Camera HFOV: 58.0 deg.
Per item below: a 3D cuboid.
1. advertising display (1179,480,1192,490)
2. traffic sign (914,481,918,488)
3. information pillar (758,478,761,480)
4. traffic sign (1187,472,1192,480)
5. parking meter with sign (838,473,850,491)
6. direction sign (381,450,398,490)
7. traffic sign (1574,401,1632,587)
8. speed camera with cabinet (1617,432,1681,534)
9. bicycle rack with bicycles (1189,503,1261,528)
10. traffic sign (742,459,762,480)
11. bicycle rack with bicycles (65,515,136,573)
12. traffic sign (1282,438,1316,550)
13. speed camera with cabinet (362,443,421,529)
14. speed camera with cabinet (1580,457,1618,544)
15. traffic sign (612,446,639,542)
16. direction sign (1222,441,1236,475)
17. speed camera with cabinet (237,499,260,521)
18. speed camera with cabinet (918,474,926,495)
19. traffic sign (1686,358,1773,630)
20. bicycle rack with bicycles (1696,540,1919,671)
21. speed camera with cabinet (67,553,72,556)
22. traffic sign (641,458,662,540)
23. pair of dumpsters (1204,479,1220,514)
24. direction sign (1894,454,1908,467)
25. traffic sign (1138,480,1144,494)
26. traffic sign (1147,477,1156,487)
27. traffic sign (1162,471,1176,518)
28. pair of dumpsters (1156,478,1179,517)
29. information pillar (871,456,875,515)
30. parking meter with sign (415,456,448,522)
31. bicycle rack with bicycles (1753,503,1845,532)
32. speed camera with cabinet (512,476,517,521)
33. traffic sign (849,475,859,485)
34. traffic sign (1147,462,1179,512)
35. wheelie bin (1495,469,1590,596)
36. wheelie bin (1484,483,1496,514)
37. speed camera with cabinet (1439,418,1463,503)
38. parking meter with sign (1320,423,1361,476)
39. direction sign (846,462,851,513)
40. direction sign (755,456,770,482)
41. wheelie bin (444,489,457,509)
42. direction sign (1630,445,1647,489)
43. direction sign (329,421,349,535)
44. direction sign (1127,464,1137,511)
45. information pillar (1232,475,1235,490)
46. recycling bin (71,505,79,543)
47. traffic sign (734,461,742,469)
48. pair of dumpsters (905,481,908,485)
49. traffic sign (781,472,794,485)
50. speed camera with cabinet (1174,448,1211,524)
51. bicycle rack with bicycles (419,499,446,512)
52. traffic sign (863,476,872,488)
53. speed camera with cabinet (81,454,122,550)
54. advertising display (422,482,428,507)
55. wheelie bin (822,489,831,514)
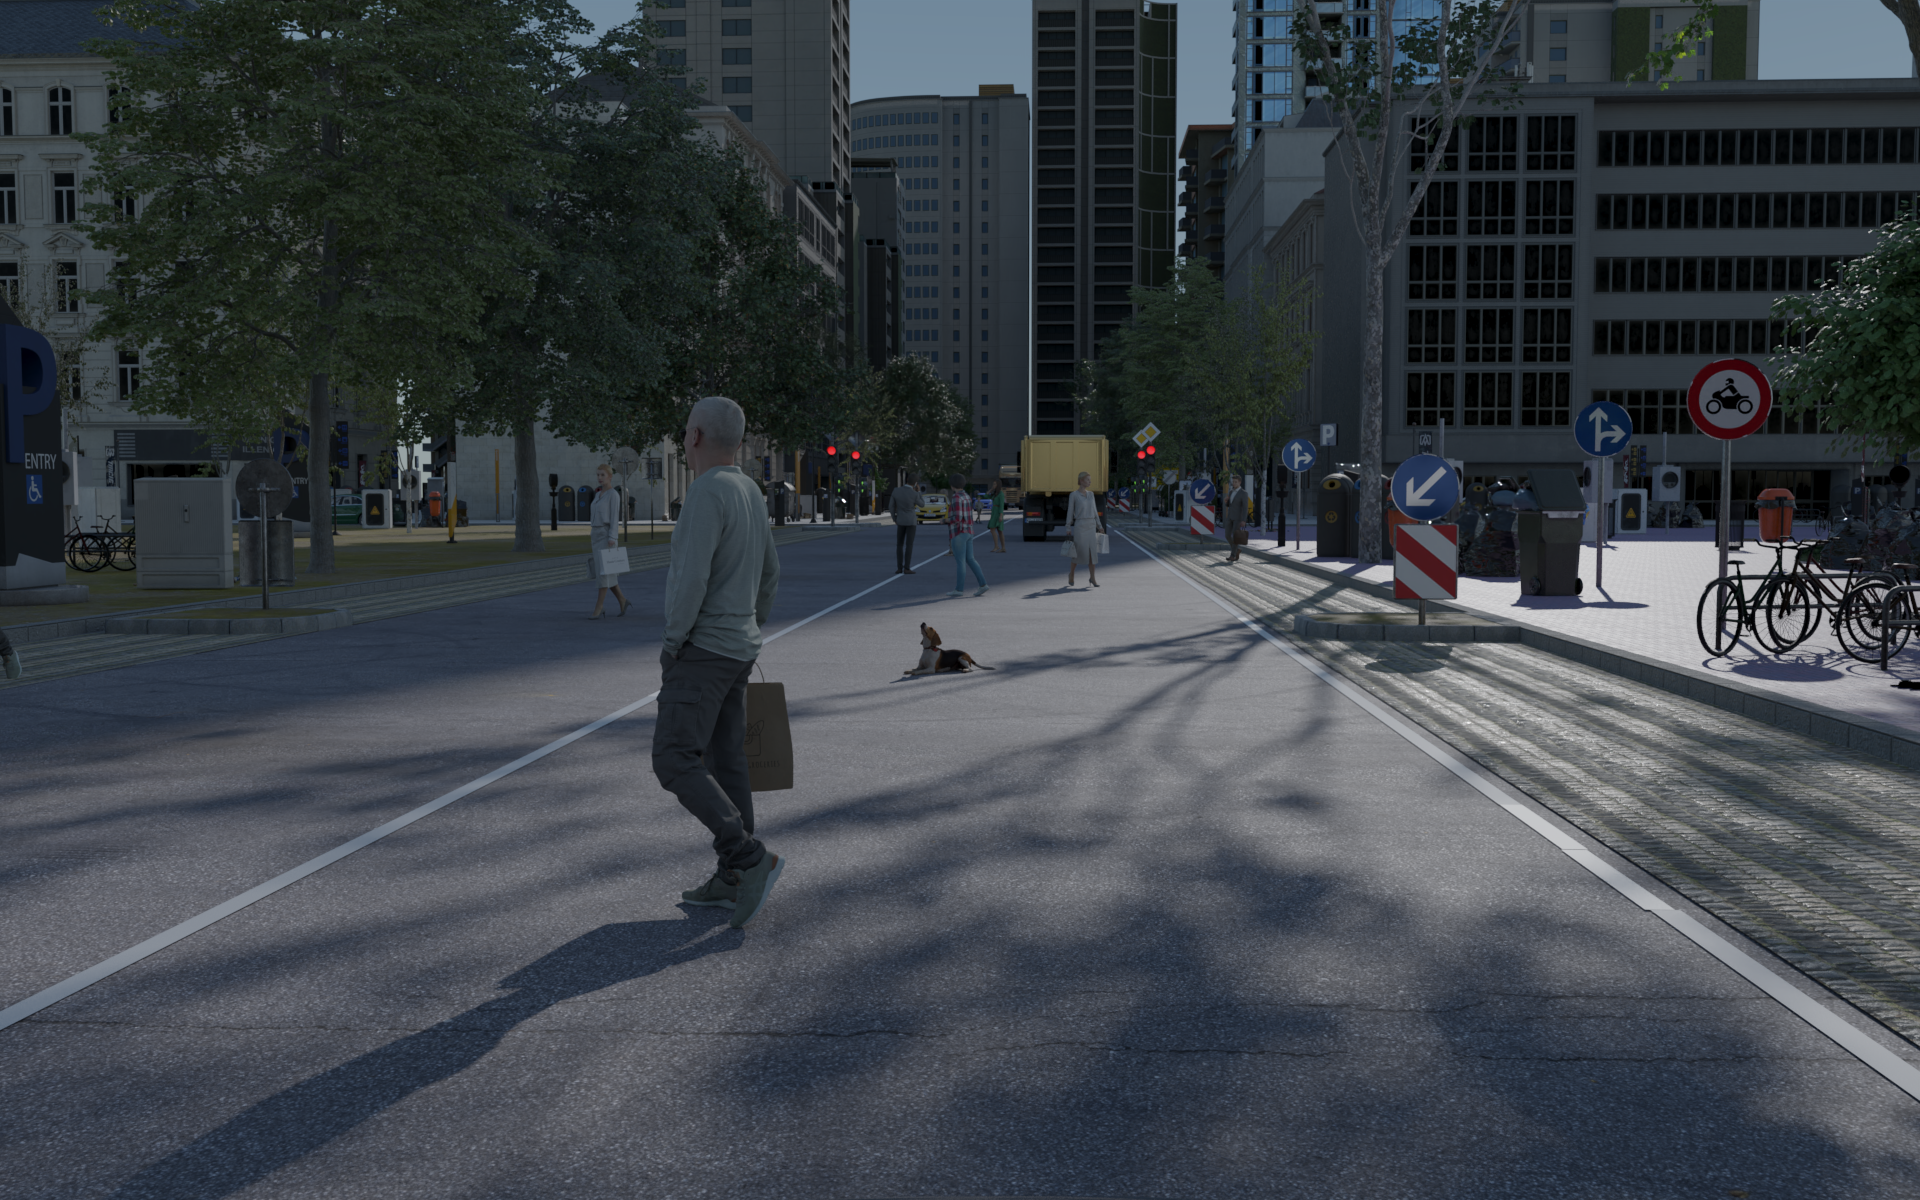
[{"bbox_3d":[10.162,-4.441,77.826,0.123,1.923,0.974,-2,4,-29],"label":"advertising display"},{"bbox_3d":[-3.989,-9.163,149.928,0.768,2.556,0.104,0,4,6],"label":"traffic sign"},{"bbox_3d":[-9.072,-4.450,77.256,0.304,2.012,0.304,-1,4,-23],"label":"information pillar"},{"bbox_3d":[13.472,-6.230,101.863,0.884,2.594,0.081,1,4,11],"label":"traffic sign"},{"bbox_3d":[-9.304,-9.113,145.253,1.738,3.016,0.543,-2,4,-29],"label":"parking meter with sign"},{"bbox_3d":[-29.461,-5.963,89.498,0.876,3.537,0.379,0,4,3],"label":"direction sign"},{"bbox_3d":[8.822,-1.452,23.843,0.768,2.556,0.104,1,4,10],"label":"traffic sign"},{"bbox_3d":[21.852,-3.724,55.229,2.038,3.252,0.660,0,4,-3],"label":"speed camera with cabinet"},{"bbox_3d":[10.064,-3.230,66.199,2.925,0.926,2.852,0,4,-1],"label":"bicycle rack with bicycles"},{"bbox_3d":[-7.522,-3.825,62.648,0.768,2.556,0.104,1,4,12],"label":"traffic sign"},{"bbox_3d":[-14.170,-0.967,29.193,2.925,0.926,2.852,-1,4,-8],"label":"bicycle rack with bicycles"},{"bbox_3d":[7.776,-2.426,39.774,0.768,2.556,0.104,1,4,8],"label":"traffic sign"},{"bbox_3d":[-21.009,-4.261,64.006,2.038,3.252,0.660,-1,4,-10],"label":"speed camera with cabinet"},{"bbox_3d":[16.555,-3.136,45.604,0.660,3.252,2.038,0,4,1],"label":"speed camera with cabinet"},{"bbox_3d":[-8.960,-2.829,46.355,0.768,2.556,0.104,1,4,9],"label":"traffic sign"},{"bbox_3d":[11.575,-5.049,74.547,0.379,3.537,0.876,-2,4,-30],"label":"direction sign"},{"bbox_3d":[-33.135,-5.362,81.997,2.038,3.252,0.660,-1,4,-14],"label":"speed camera with cabinet"},{"bbox_3d":[-3.931,-9.593,151.177,2.038,3.252,0.660,-3,4,-36],"label":"speed camera with cabinet"},{"bbox_3d":[7.218,-0.992,16.333,0.768,2.556,0.104,0,4,8],"label":"traffic sign"},{"bbox_3d":[7.147,-0.021,13.733,2.925,0.926,2.852,-1,4,-14],"label":"bicycle rack with bicycles"},{"bbox_3d":[-19.216,-2.512,35.413,2.038,3.252,0.660,-1,4,-19],"label":"speed camera with cabinet"},{"bbox_3d":[-8.641,-2.842,48.589,0.606,2.300,0.079,0,4,7],"label":"traffic sign"},{"bbox_3d":[12.820,-5.449,91.584,1.574,2.255,4.437,0,4,3],"label":"pair of dumpsters"},{"bbox_3d":[41.330,-5.147,76.154,0.379,3.537,0.876,0,4,-5],"label":"direction sign"},{"bbox_3d":[13.749,-7.988,130.606,0.884,2.594,0.081,1,4,9],"label":"traffic sign"},{"bbox_3d":[11.318,-6.142,102.559,0.606,2.300,0.079,0,4,4],"label":"traffic sign"},{"bbox_3d":[11.359,-5.747,94.069,0.768,2.556,0.104,1,4,9],"label":"traffic sign"},{"bbox_3d":[11.846,-5.768,96.799,1.574,2.255,4.437,0,4,3],"label":"pair of dumpsters"},{"bbox_3d":[-5.315,-7.039,106.444,0.183,3.616,0.504,0,4,7],"label":"information pillar"},{"bbox_3d":[-23.928,-5.065,79.070,1.738,3.016,0.543,0,4,-7],"label":"parking meter with sign"},{"bbox_3d":[25.832,-2.434,53.171,2.852,0.926,2.925,3,4,37],"label":"bicycle rack with bicycles"},{"bbox_3d":[-21.126,-5.430,83.111,0.660,3.252,2.038,-1,4,-19],"label":"speed camera with cabinet"},{"bbox_3d":[-6.877,-6.882,112.626,0.768,2.556,0.104,1,4,9],"label":"traffic sign"},{"bbox_3d":[12.813,-7.007,108.440,2.265,3.308,0.079,1,4,9],"label":"traffic sign"},{"bbox_3d":[7.458,-0.862,21.997,0.980,1.594,0.693,-1,4,-11],"label":"wheelie bin"},{"bbox_3d":[9.737,-1.404,30.868,0.693,1.594,0.980,0,4,-1],"label":"wheelie bin"},{"bbox_3d":[12.200,-3.085,44.778,2.038,3.252,0.660,-3,5,-41],"label":"speed camera with cabinet"},{"bbox_3d":[9.840,-2.885,43.425,1.738,3.016,0.543,-2,4,-33],"label":"parking meter with sign"},{"bbox_3d":[-7.602,-7.712,118.095,0.379,3.537,0.876,1,4,10],"label":"direction sign"},{"bbox_3d":[-11.761,-6.808,103.311,0.876,3.537,0.379,-1,4,-21],"label":"direction sign"},{"bbox_3d":[-30.322,-5.839,103.381,0.693,1.594,0.980,3,5,42],"label":"wheelie bin"},{"bbox_3d":[31.438,-5.403,80.330,0.876,3.537,0.379,-1,4,-19],"label":"direction sign"},{"bbox_3d":[-19.401,-3.774,53.704,0.876,3.537,0.379,-1,4,-12],"label":"direction sign"},{"bbox_3d":[13.101,-8.551,131.813,0.876,3.537,0.379,-1,4,-19],"label":"direction sign"},{"bbox_3d":[10.641,-3.869,67.757,0.304,2.012,0.304,-1,4,-10],"label":"information pillar"},{"bbox_3d":[-23.342,-2.030,45.742,0.722,1.027,0.722,1,4,20],"label":"recycling bin"},{"bbox_3d":[-8.715,-4.056,66.416,0.768,2.556,0.104,1,4,10],"label":"traffic sign"},{"bbox_3d":[-4.387,-7.747,129.156,1.574,2.255,4.437,0,4,3],"label":"pair of dumpsters"},{"bbox_3d":[-8.108,-4.854,81.495,0.606,2.300,0.079,0,4,8],"label":"traffic sign"},{"bbox_3d":[10.094,-4.950,75.267,0.660,3.252,2.038,-2,4,-26],"label":"speed camera with cabinet"},{"bbox_3d":[-41.949,-7.476,135.608,2.852,0.926,2.925,3,5,43],"label":"bicycle rack with bicycles"},{"bbox_3d":[-5.756,-6.562,108.480,0.795,2.450,0.064,0,4,8],"label":"traffic sign"},{"bbox_3d":[-20.108,-2.790,39.950,2.038,3.252,0.660,3,5,40],"label":"speed camera with cabinet"},{"bbox_3d":[-29.600,-5.567,96.236,0.123,1.923,0.974,0,4,7],"label":"advertising display"},{"bbox_3d":[-8.281,-6.216,109.539,0.693,1.594,0.980,2,4,28],"label":"wheelie bin"}]
